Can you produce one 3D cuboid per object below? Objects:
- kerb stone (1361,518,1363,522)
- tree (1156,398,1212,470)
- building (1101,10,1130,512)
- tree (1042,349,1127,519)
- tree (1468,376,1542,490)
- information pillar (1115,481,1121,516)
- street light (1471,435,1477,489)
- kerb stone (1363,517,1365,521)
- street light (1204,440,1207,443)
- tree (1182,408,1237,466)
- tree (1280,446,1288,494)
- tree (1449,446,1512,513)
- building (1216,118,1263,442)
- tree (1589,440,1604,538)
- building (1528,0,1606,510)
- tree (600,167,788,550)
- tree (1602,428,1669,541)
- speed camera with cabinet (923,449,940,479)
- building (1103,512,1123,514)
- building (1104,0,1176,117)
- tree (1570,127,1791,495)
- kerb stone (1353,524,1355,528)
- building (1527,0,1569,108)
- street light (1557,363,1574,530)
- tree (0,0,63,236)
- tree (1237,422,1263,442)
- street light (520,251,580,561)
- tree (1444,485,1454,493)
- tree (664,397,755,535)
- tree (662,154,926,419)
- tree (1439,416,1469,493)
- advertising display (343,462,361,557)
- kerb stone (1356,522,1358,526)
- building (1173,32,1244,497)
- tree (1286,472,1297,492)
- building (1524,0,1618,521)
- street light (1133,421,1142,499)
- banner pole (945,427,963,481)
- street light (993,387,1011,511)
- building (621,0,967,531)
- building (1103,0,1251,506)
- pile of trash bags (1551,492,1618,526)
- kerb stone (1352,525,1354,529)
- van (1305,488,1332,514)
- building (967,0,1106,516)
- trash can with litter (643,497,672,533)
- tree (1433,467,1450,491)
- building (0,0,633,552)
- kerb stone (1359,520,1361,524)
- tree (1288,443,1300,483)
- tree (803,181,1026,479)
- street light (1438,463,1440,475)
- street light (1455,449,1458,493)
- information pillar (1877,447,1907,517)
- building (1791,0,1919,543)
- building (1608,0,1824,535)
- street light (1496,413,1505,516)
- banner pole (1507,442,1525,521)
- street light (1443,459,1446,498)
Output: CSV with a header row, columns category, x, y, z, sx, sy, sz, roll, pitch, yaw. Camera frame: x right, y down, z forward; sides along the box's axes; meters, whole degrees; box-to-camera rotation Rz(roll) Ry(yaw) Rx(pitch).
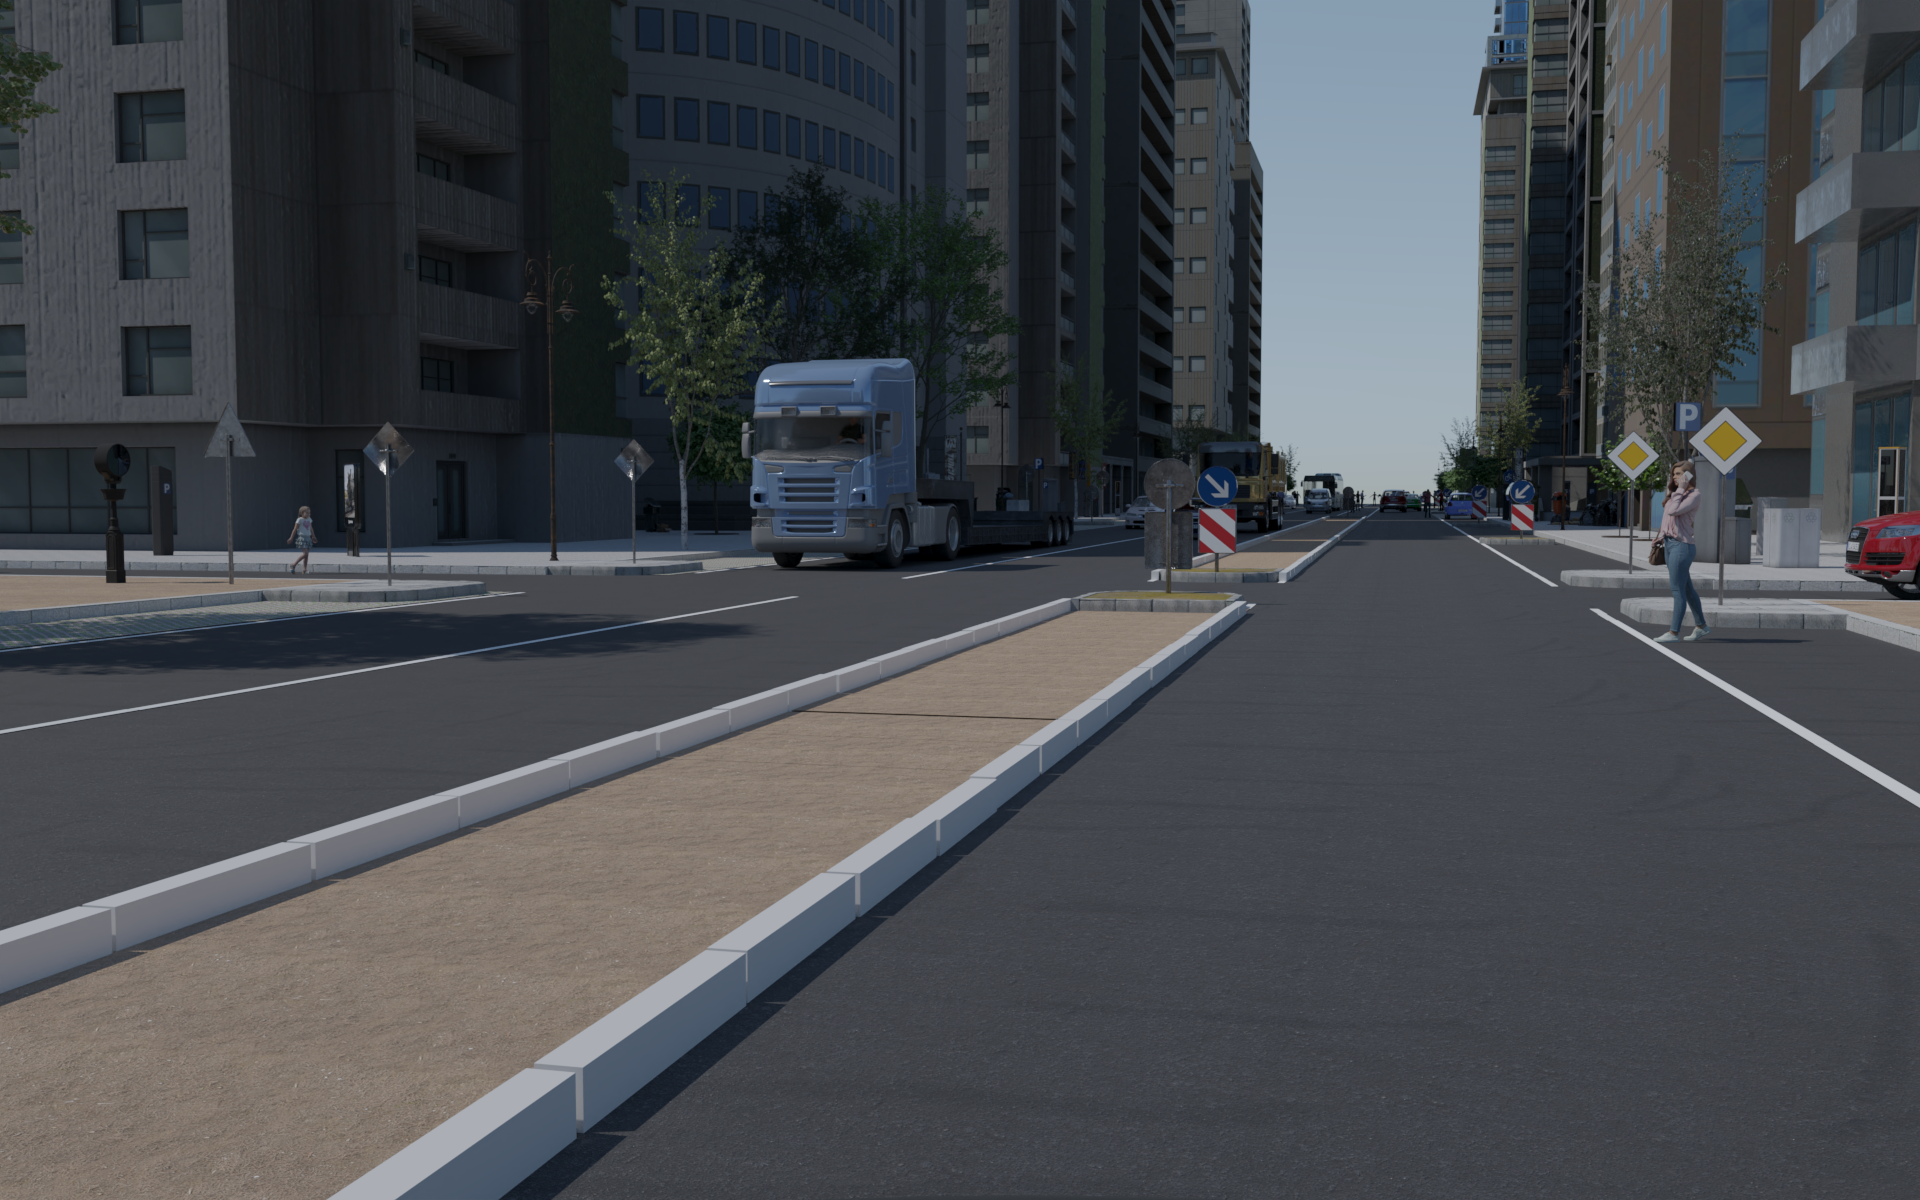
category,x,y,z,sx,sy,sz,roll,pitch,yaw
kerb stone,19.471,-3.803,84.411,0.120,0.150,1.000,1,4,14
tree,17.119,-11.137,132.452,4.360,8.622,3.978,0,3,0
building,10.678,-44.105,159.373,20.563,71.187,20.611,1,4,14
tree,6.107,-8.421,88.045,4.737,8.622,4.395,0,3,0
tree,34.554,-9.690,108.800,4.737,8.622,4.395,0,3,0
information pillar,9.129,-5.855,100.215,0.304,2.012,0.304,0,4,3
street light,40.142,-9.953,135.518,0.468,5.910,1.993,1,4,14
kerb stone,20.239,-3.988,87.398,0.120,0.150,1.000,1,4,14
street light,20.447,-10.496,144.403,0.468,5.910,1.993,1,4,14
tree,21.247,-12.164,149.238,4.737,8.622,4.395,0,3,0
tree,34.368,-15.311,200.696,4.737,8.622,4.395,0,3,0
tree,35.761,-8.148,116.928,4.285,4.588,4.351,0,3,0
building,28.318,-37.019,228.968,21.300,48.544,21.600,1,4,14
tree,19.311,-3.446,50.944,1.663,3.219,1.824,0,3,0
building,48.623,-41.176,111.476,20.563,71.187,20.611,1,4,14
tree,-6.204,-5.434,39.215,4.737,8.622,4.395,0,3,0
tree,18.981,-3.228,47.379,1.663,3.219,1.824,0,3,0
speed camera with cabinet,-0.980,-4.919,74.761,0.660,3.252,2.038,-1,4,-22
building,1.183,-41.562,117.786,20.563,71.187,20.611,1,4,14
building,5.356,-31.558,139.678,21.300,48.544,21.600,1,4,14
tree,14.991,-5.215,35.636,4.360,8.622,3.978,0,3,0
kerb stone,15.451,-2.831,68.509,0.120,0.150,1.000,1,4,14
building,49.616,-27.303,130.000,14.154,41.232,14.086,1,4,14
street light,21.412,-5.417,61.353,0.468,5.910,1.993,1,4,14
tree,-12.245,-6.019,16.534,7.486,12.596,7.792,0,3,0
tree,28.080,-13.676,173.969,4.737,8.622,4.395,0,3,0
street light,-7.797,-3.688,33.089,0.468,5.910,1.993,1,4,14
tree,57.851,-12.825,204.297,1.663,3.219,1.824,0,3,0
tree,-7.753,-4.364,55.068,4.285,4.588,4.351,0,3,0
tree,-4.704,-6.917,47.510,7.601,10.594,8.767,1,4,17
tree,47.187,-12.973,162.474,4.737,8.622,4.395,0,3,0
advertising display,-12.492,-1.859,35.604,0.123,1.923,0.974,-2,4,-32
kerb stone,16.697,-3.136,73.473,0.120,0.150,1.000,1,4,14
building,18.074,-37.732,206.150,28.713,52.752,27.495,1,4,14
tree,48.079,-16.620,255.452,4.285,4.588,4.351,0,3,0
building,44.824,-23.969,83.768,32.217,40.220,23.993,1,4,14
street light,10.893,-8.193,106.743,0.468,5.910,1.993,1,4,14
banner pole,-0.182,-4.561,64.589,0.863,3.779,0.401,-1,4,-10
street light,1.719,-5.976,70.490,0.468,5.910,1.993,1,4,14
building,-13.274,-32.429,72.219,21.231,58.520,28.212,1,4,14
building,32.955,-49.577,248.835,20.563,71.187,20.611,1,4,14
pile of trash bags,25.435,-3.652,69.464,3.447,1.369,1.912,0,4,-2
kerb stone,14.947,-2.710,66.510,0.120,0.150,1.000,1,4,14
van,26.441,-7.373,127.565,2.013,2.044,4.112,1,4,16
building,0.259,-25.428,99.344,14.154,41.232,14.086,1,4,14
trash can with litter,-10.108,-2.854,58.047,1.055,1.170,0.624,2,4,32
tree,53.506,-12.395,186.371,4.285,4.588,4.351,0,3,0
building,-17.925,-16.668,44.229,14.160,30.474,14.107,1,4,14
kerb stone,17.966,-3.437,78.461,0.120,0.150,1.000,1,4,14
tree,47.201,-18.362,250.586,4.737,8.622,4.395,0,3,0
tree,-1.505,-8.155,59.082,9.928,11.665,9.643,0,3,0
street light,70.299,-17.226,254.433,0.468,5.910,1.993,1,4,14
street light,49.603,-12.259,173.219,0.468,5.910,1.993,1,4,14
information pillar,14.620,-1.389,27.203,0.304,2.012,0.304,-3,5,-40
building,34.008,-25.405,34.974,30.456,49.044,23.786,1,4,14
building,30.385,-24.960,58.211,14.600,45.320,14.200,1,4,14
street light,30.893,-7.727,99.127,0.468,5.910,1.993,1,4,14
banner pole,26.565,-5.672,82.753,0.401,3.779,0.863,-2,4,-29
street light,60.783,-14.956,217.317,0.468,5.910,1.993,1,4,14
